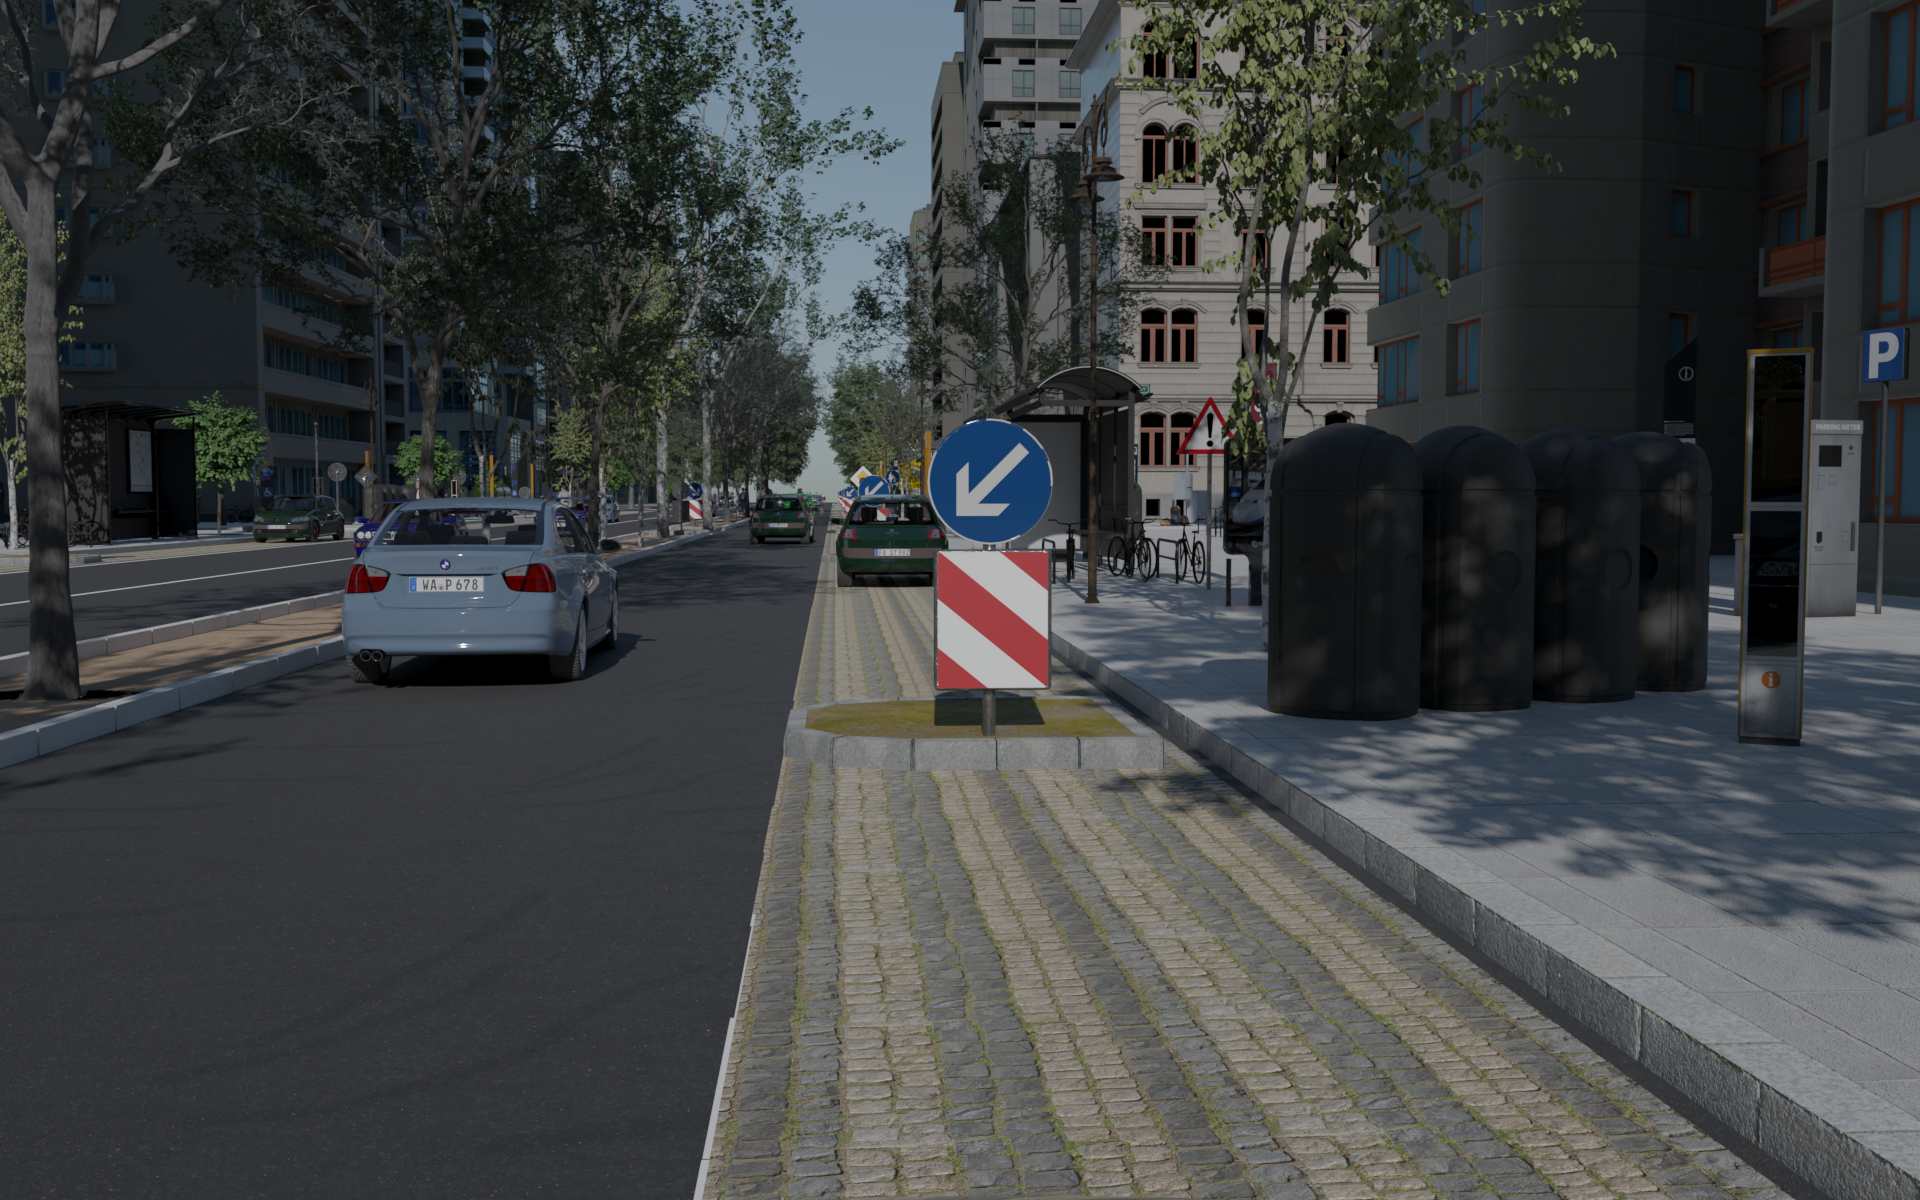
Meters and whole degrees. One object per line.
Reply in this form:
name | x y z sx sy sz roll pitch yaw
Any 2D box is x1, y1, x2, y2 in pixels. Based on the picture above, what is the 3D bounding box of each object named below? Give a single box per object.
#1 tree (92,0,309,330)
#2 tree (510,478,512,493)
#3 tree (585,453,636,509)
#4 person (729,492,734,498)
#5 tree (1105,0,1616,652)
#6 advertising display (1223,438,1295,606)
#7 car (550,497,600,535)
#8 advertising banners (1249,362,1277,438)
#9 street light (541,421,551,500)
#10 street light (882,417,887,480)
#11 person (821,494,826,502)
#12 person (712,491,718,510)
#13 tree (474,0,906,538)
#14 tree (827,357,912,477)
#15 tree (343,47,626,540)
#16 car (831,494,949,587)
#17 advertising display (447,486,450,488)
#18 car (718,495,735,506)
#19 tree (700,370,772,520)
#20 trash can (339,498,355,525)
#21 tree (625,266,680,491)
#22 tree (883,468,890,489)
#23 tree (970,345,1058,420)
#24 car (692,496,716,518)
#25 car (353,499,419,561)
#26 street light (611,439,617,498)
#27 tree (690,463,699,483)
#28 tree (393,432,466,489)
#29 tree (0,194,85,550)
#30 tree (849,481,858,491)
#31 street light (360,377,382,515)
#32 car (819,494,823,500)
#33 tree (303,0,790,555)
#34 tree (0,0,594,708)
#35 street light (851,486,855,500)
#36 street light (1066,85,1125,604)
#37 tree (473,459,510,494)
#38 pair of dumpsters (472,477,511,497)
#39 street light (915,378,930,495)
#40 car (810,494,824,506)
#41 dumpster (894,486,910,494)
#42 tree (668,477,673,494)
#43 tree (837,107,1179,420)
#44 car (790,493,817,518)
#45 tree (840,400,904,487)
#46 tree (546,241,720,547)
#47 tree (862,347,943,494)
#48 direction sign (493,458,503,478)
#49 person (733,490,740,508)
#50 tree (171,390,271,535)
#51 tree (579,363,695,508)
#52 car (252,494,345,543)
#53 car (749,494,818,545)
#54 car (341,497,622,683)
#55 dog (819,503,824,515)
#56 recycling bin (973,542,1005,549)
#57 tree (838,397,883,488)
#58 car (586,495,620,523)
tree | -7.035 -5.216 22.159 8.767 10.594 7.601 0 4 -4
tree | -29.894 -7.249 113.123 1.663 3.219 1.824 0 3 0
tree | -29.829 -10.160 149.833 4.285 4.588 4.351 0 3 0
person | -34.109 -15.134 255.943 1.348 1.824 0.705 1 4 18
tree | 2.760 -3.891 13.981 4.737 8.622 4.395 0 3 0
advertising display | 3.503 -0.895 19.851 0.974 1.923 0.123 0 4 -6
car | -13.312 -2.823 58.743 1.945 1.354 3.894 0 4 -2
advertising banners | 4.499 -1.616 22.615 0.090 3.025 2.074 -3 4 -36
street light | -26.277 -8.393 110.013 0.468 5.910 1.993 0 4 -4
street light | -4.387 -7.948 102.732 0.468 5.910 1.993 0 4 -4
person | -19.935 -14.707 252.147 0.799 1.438 0.628 0 4 -4
person | -21.767 -8.805 153.386 0.541 1.710 0.530 3 5 41
tree | -8.459 -12.056 55.454 12.611 20.169 13.585 0 3 0
tree | -8.205 -15.498 160.051 9.857 13.997 8.962 0 3 0
tree | -7.815 -4.613 28.247 4.360 8.622 3.978 0 3 0
car | -1.091 -1.105 27.849 2.009 1.686 4.222 0 4 -2
advertising display | -39.604 -7.882 134.076 0.123 1.923 0.974 -1 4 -9
car | -27.430 -11.668 203.355 1.945 1.354 3.894 0 4 -5
tree | -12.370 -8.758 96.020 4.360 8.622 3.978 0 3 0
trash can | -25.471 -3.685 71.903 0.748 1.137 0.748 0 3 0
tree | -8.632 -5.436 41.699 4.360 8.622 3.978 0 3 0
tree | -5.298 -8.045 126.131 1.663 3.219 1.824 0 3 0
tree | 2.581 -8.259 85.398 4.360 8.622 3.978 0 3 0
car | -15.336 -5.458 101.819 1.945 1.354 3.894 0 4 -2
car | -11.247 -1.408 35.602 1.945 1.354 3.894 0 4 -6
street light | -28.875 -10.503 144.508 0.468 5.910 1.993 0 4 -4
tree | -41.334 -23.558 302.185 9.611 12.733 9.660 0 3 0
tree | -25.129 -5.993 81.699 4.285 4.588 4.351 0 3 0
tree | -21.996 -5.460 39.641 4.737 8.622 4.395 0 3 0
tree | -12.355 -14.014 212.839 4.285 4.588 4.351 0 3 0
street light | -23.328 -5.867 68.716 0.468 5.910 1.993 0 4 -4
car | -17.196 -12.047 207.188 2.015 1.641 3.980 0 4 -5
tree | -7.700 -6.040 35.622 8.767 10.594 7.601 0 4 -4
tree | -6.396 -6.057 11.866 12.009 13.543 11.850 0 3 0
street light | -18.994 -20.218 303.345 0.468 5.910 1.993 0 4 -4
street light | 1.555 -2.899 20.182 0.468 5.910 1.993 0 4 -4
tree | -25.502 -6.065 93.759 1.663 3.219 1.824 0 3 0
pair of dumpsters | -26.867 -5.917 99.229 1.574 2.255 4.437 0 4 -4
street light | -1.339 -5.404 61.139 0.468 5.910 1.993 0 4 -4
car | -15.289 -10.381 181.738 2.014 1.417 4.499 0 4 -3
dumpster | -3.239 -6.255 104.760 1.502 2.255 1.985 0 4 -4
tree | -33.117 -12.402 197.374 1.663 3.219 1.824 0 3 0
tree | 1.027 -6.629 42.803 8.767 10.594 7.601 0 4 3
car | -7.988 -4.668 85.112 1.959 1.807 4.718 0 4 -4
tree | -6.067 -11.147 132.613 4.737 8.622 4.395 0 3 0
tree | -8.711 -5.761 47.008 4.737 8.622 4.395 0 3 0
tree | -2.860 -8.316 86.327 4.360 8.622 3.978 0 3 0
direction sign | -29.175 -7.163 109.114 0.876 3.537 0.379 1 4 23
person | -23.177 -10.540 180.968 0.705 1.807 1.348 3 4 36
tree | -23.419 -4.335 54.587 4.285 4.588 4.351 0 3 0
tree | -30.440 -15.466 159.526 9.857 13.997 8.962 0 3 0
car | -19.845 -2.583 52.018 2.009 1.686 4.222 0 4 -3
car | -5.169 -2.490 50.505 2.009 1.686 4.222 0 4 -2
car | -3.892 -0.152 14.494 2.014 1.417 4.499 0 4 -6
dog | -9.696 -6.318 120.140 0.513 0.831 0.800 2 4 35
recycling bin | 0.748 -1.652 39.566 0.722 1.027 0.722 2 4 24
tree | -10.630 -17.395 202.536 7.486 12.596 7.792 0 3 0
car | -18.174 -4.600 87.210 2.014 1.417 4.499 0 4 -5
